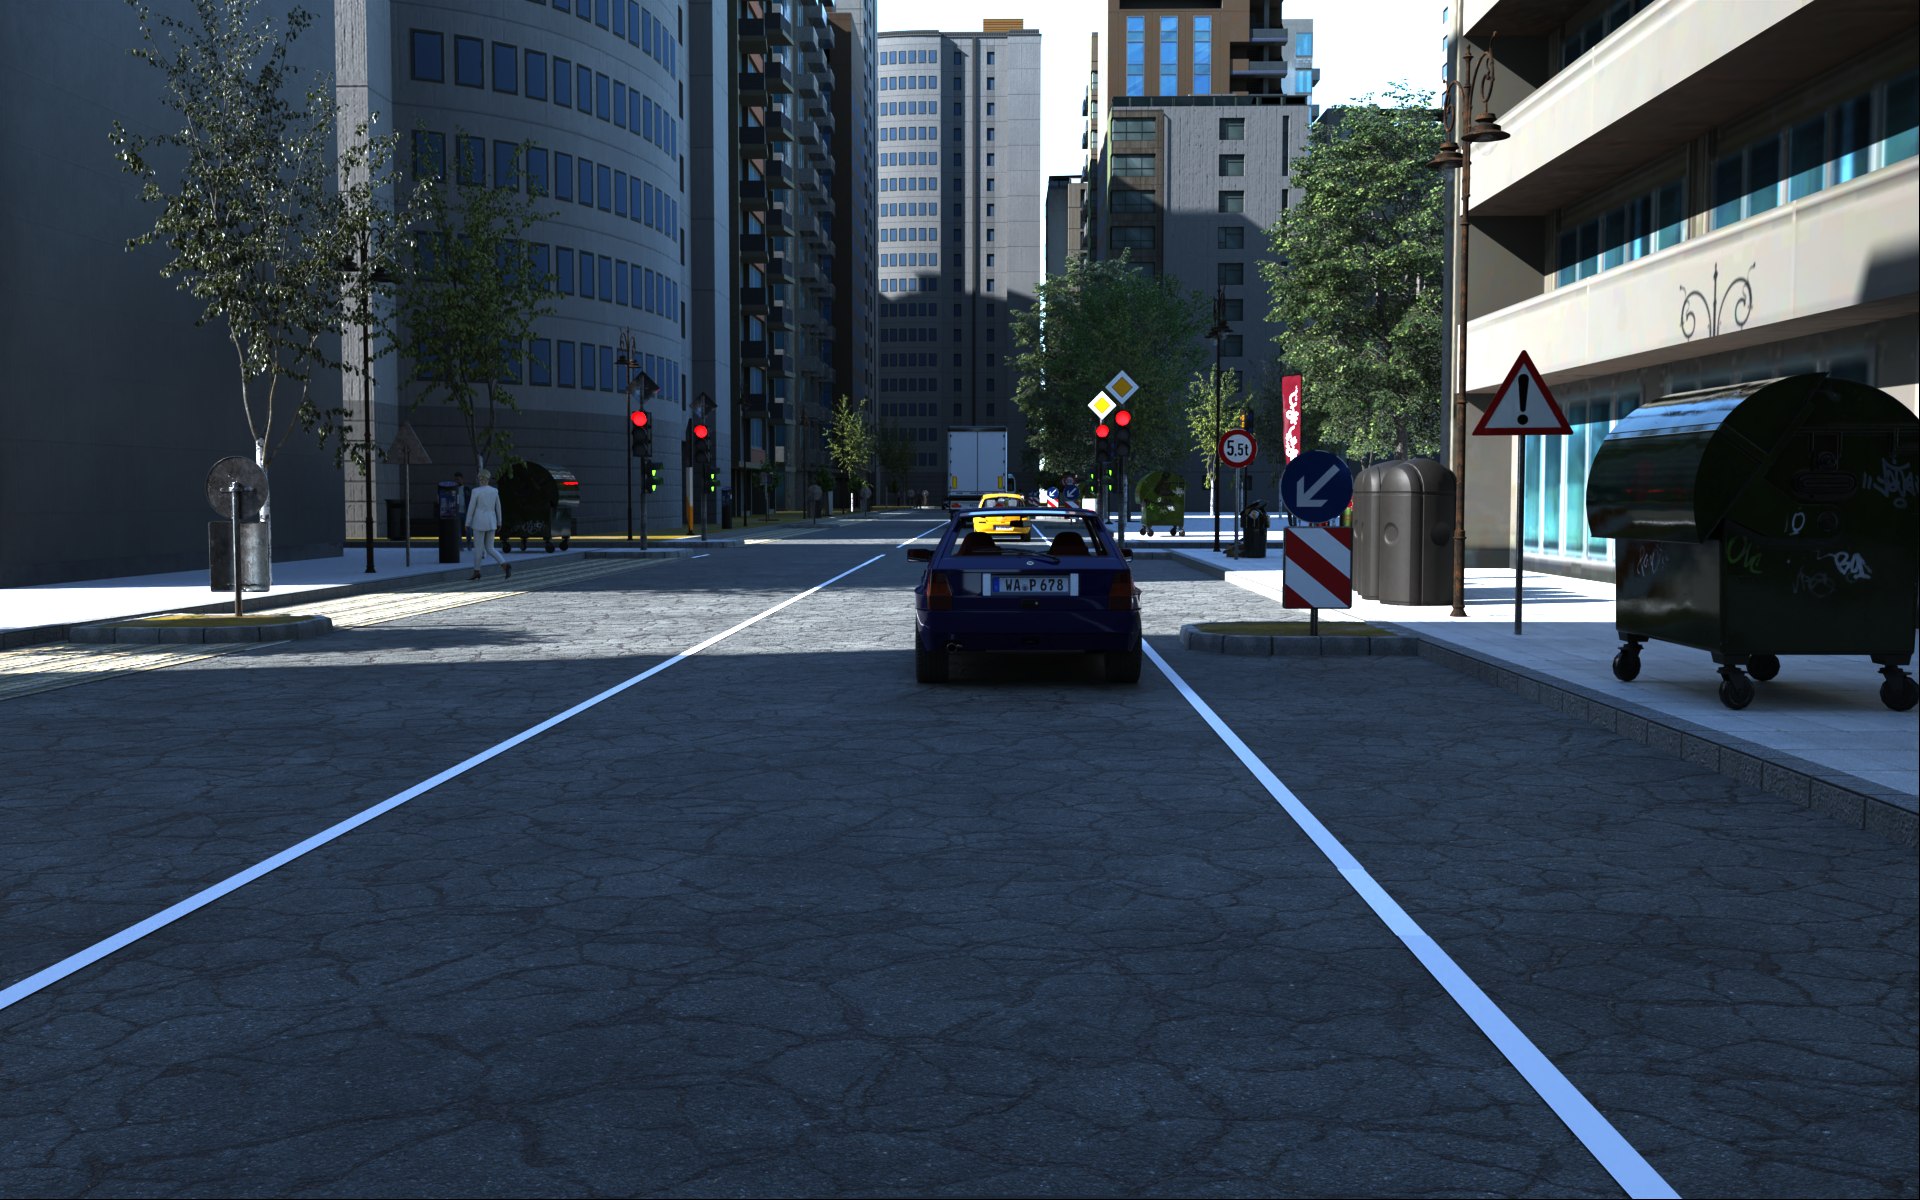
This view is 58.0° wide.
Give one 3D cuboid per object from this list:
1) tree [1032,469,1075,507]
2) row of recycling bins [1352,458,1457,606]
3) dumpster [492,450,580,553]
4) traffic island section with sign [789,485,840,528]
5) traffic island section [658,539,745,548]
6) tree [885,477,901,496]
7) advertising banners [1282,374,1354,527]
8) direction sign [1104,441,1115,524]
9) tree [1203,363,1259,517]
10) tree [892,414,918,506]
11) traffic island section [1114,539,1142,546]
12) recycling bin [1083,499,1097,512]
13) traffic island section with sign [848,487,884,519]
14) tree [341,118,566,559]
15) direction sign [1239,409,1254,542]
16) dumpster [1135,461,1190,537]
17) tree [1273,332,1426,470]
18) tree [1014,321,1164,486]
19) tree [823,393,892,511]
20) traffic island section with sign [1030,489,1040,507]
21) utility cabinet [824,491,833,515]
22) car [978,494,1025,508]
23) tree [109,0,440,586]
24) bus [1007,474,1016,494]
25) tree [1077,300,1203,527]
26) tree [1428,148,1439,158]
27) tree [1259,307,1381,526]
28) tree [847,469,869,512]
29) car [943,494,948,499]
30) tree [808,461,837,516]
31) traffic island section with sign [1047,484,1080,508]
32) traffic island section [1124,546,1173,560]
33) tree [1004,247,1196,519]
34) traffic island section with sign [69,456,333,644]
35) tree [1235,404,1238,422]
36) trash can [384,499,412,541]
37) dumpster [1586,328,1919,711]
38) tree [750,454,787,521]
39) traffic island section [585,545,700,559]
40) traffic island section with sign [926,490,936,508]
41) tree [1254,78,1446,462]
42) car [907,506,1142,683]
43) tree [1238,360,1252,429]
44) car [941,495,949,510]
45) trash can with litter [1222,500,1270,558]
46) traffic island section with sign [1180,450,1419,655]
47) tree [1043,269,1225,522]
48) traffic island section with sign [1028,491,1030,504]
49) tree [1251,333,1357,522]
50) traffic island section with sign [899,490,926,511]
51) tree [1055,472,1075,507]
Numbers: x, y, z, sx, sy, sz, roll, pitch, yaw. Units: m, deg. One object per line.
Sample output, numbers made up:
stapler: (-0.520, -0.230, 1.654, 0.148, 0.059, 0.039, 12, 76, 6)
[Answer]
tree: (9.314, -11.069, 164.699, 4.285, 4.588, 4.351, 0, 3, 0)
row of recycling bins: (5.437, -0.879, 21.477, 1.069, 1.692, 3.534, 0, 4, 6)
dumpster: (-9.366, -2.187, 38.248, 1.502, 2.255, 1.985, 0, 4, 1)
traffic island section with sign: (-6.093, -3.924, 72.780, 1.989, 1.847, 2.006, 0, 4, 1)
traffic island section: (-7.054, -1.549, 47.607, 2.009, 0.180, 2.903, 0, 4, 1)
tree: (-6.724, -11.382, 180.691, 1.663, 3.219, 1.824, 0, 3, 0)
advertising banners: (5.154, -1.747, 24.744, 0.090, 3.025, 2.074, -1, 4, -22)
direction sign: (6.328, -4.984, 73.491, 0.379, 3.537, 0.876, 2, 4, 34)
tree: (14.572, -9.060, 98.493, 4.737, 8.622, 4.395, 0, 3, 0)
tree: (-6.383, -12.584, 156.108, 4.737, 8.622, 4.395, 0, 3, 0)
traffic island section: (3.883, -1.532, 47.329, 2.009, 0.180, 2.903, 0, 4, 1)
recycling bin: (7.097, -4.994, 94.210, 0.722, 1.027, 0.722, 1, 4, 18)
traffic island section with sign: (-5.411, -5.594, 100.094, 1.989, 1.847, 2.006, 0, 4, 1)
tree: (-9.579, -5.106, 33.850, 4.737, 8.622, 4.395, 0, 3, 0)
direction sign: (7.733, -3.354, 46.831, 0.379, 3.537, 0.876, -1, 4, -13)
dumpster: (6.125, -3.060, 52.525, 1.502, 2.255, 1.985, 0, 4, 1)
tree: (24.628, -10.936, 104.560, 9.928, 11.665, 9.643, 0, 3, 0)
tree: (8.240, -11.810, 110.098, 9.611, 12.733, 9.660, 0, 3, 0)
tree: (-7.861, -10.732, 125.828, 4.737, 8.622, 4.395, 0, 3, 0)
traffic island section with sign: (5.199, -5.557, 99.481, 1.989, 1.847, 2.006, 0, 4, 1)
utility cabinet: (-8.038, -5.962, 106.163, 0.318, 1.500, 1.173, -1, 4, -16)
car: (1.278, -2.634, 53.286, 2.015, 1.641, 3.980, 0, 3, 0)
tree: (-9.578, -4.495, 23.860, 4.360, 8.622, 3.978, 0, 3, 0)
bus: (3.863, -10.494, 166.430, 2.948, 3.499, 13.247, 0, 3, 0)
tree: (6.622, -7.119, 66.759, 4.737, 8.622, 4.395, 0, 3, 0)
tree: (27.643, -13.659, 79.209, 12.611, 20.169, 13.585, 0, 3, 0)
tree: (14.376, -7.089, 66.270, 4.737, 8.622, 4.395, 0, 3, 0)
tree: (-7.542, -7.805, 122.207, 1.663, 3.219, 1.824, 0, 3, 0)
car: (-0.895, -11.045, 190.374, 2.009, 1.686, 4.222, 0, 4, 3)
tree: (-8.076, -6.498, 100.838, 1.663, 3.219, 1.824, 0, 3, 0)
traffic island section with sign: (4.499, -3.871, 71.920, 1.989, 1.847, 2.006, 0, 4, 1)
traffic island section: (3.683, -1.044, 39.346, 2.009, 0.180, 2.903, 0, 4, 1)
tree: (7.196, -11.141, 88.808, 9.857, 13.997, 8.962, 0, 3, 0)
traffic island section with sign: (-7.483, -0.537, 17.409, 1.989, 1.847, 2.006, 0, 4, 1)
tree: (16.935, -8.704, 92.667, 4.360, 8.622, 3.978, 0, 3, 0)
trash can: (-15.468, -2.205, 47.707, 0.748, 1.137, 0.748, 0, 3, 0)
dumpster: (5.044, -0.520, 11.000, 1.502, 2.255, 1.985, 0, 4, 2)
tree: (-9.425, -5.468, 83.996, 1.663, 3.219, 1.824, 0, 3, 0)
traffic island section: (-7.255, -1.061, 39.625, 2.009, 0.180, 2.903, 0, 4, 1)
traffic island section with sign: (-3.483, -10.297, 176.984, 1.989, 1.847, 2.006, 0, 4, 1)
tree: (13.875, -8.999, 53.796, 9.857, 13.997, 8.962, 0, 3, 0)
car: (0.516, -0.116, 14.481, 1.945, 1.354, 3.894, 0, 3, 0)
tree: (16.207, -8.367, 87.166, 4.360, 8.622, 3.978, 0, 3, 0)
car: (-0.790, -9.027, 160.163, 1.945, 1.354, 3.894, 0, 4, 2)
trash can with litter: (5.749, -1.443, 34.981, 0.624, 1.170, 1.055, -3, 4, -38)
traffic island section with sign: (3.120, -0.472, 16.346, 1.989, 1.847, 2.006, 0, 4, 1)
tree: (7.816, -9.369, 78.935, 9.928, 11.665, 9.643, 0, 3, 0)
traffic island section with sign: (6.443, -8.589, 149.051, 1.989, 1.847, 2.006, 0, 4, 1)
tree: (15.664, -7.830, 78.379, 4.360, 8.622, 3.978, 0, 3, 0)
traffic island section with sign: (-4.173, -8.605, 149.326, 1.989, 1.847, 2.006, 0, 4, 1)
tree: (8.531, -8.944, 140.843, 1.663, 3.219, 1.824, 0, 3, 0)
